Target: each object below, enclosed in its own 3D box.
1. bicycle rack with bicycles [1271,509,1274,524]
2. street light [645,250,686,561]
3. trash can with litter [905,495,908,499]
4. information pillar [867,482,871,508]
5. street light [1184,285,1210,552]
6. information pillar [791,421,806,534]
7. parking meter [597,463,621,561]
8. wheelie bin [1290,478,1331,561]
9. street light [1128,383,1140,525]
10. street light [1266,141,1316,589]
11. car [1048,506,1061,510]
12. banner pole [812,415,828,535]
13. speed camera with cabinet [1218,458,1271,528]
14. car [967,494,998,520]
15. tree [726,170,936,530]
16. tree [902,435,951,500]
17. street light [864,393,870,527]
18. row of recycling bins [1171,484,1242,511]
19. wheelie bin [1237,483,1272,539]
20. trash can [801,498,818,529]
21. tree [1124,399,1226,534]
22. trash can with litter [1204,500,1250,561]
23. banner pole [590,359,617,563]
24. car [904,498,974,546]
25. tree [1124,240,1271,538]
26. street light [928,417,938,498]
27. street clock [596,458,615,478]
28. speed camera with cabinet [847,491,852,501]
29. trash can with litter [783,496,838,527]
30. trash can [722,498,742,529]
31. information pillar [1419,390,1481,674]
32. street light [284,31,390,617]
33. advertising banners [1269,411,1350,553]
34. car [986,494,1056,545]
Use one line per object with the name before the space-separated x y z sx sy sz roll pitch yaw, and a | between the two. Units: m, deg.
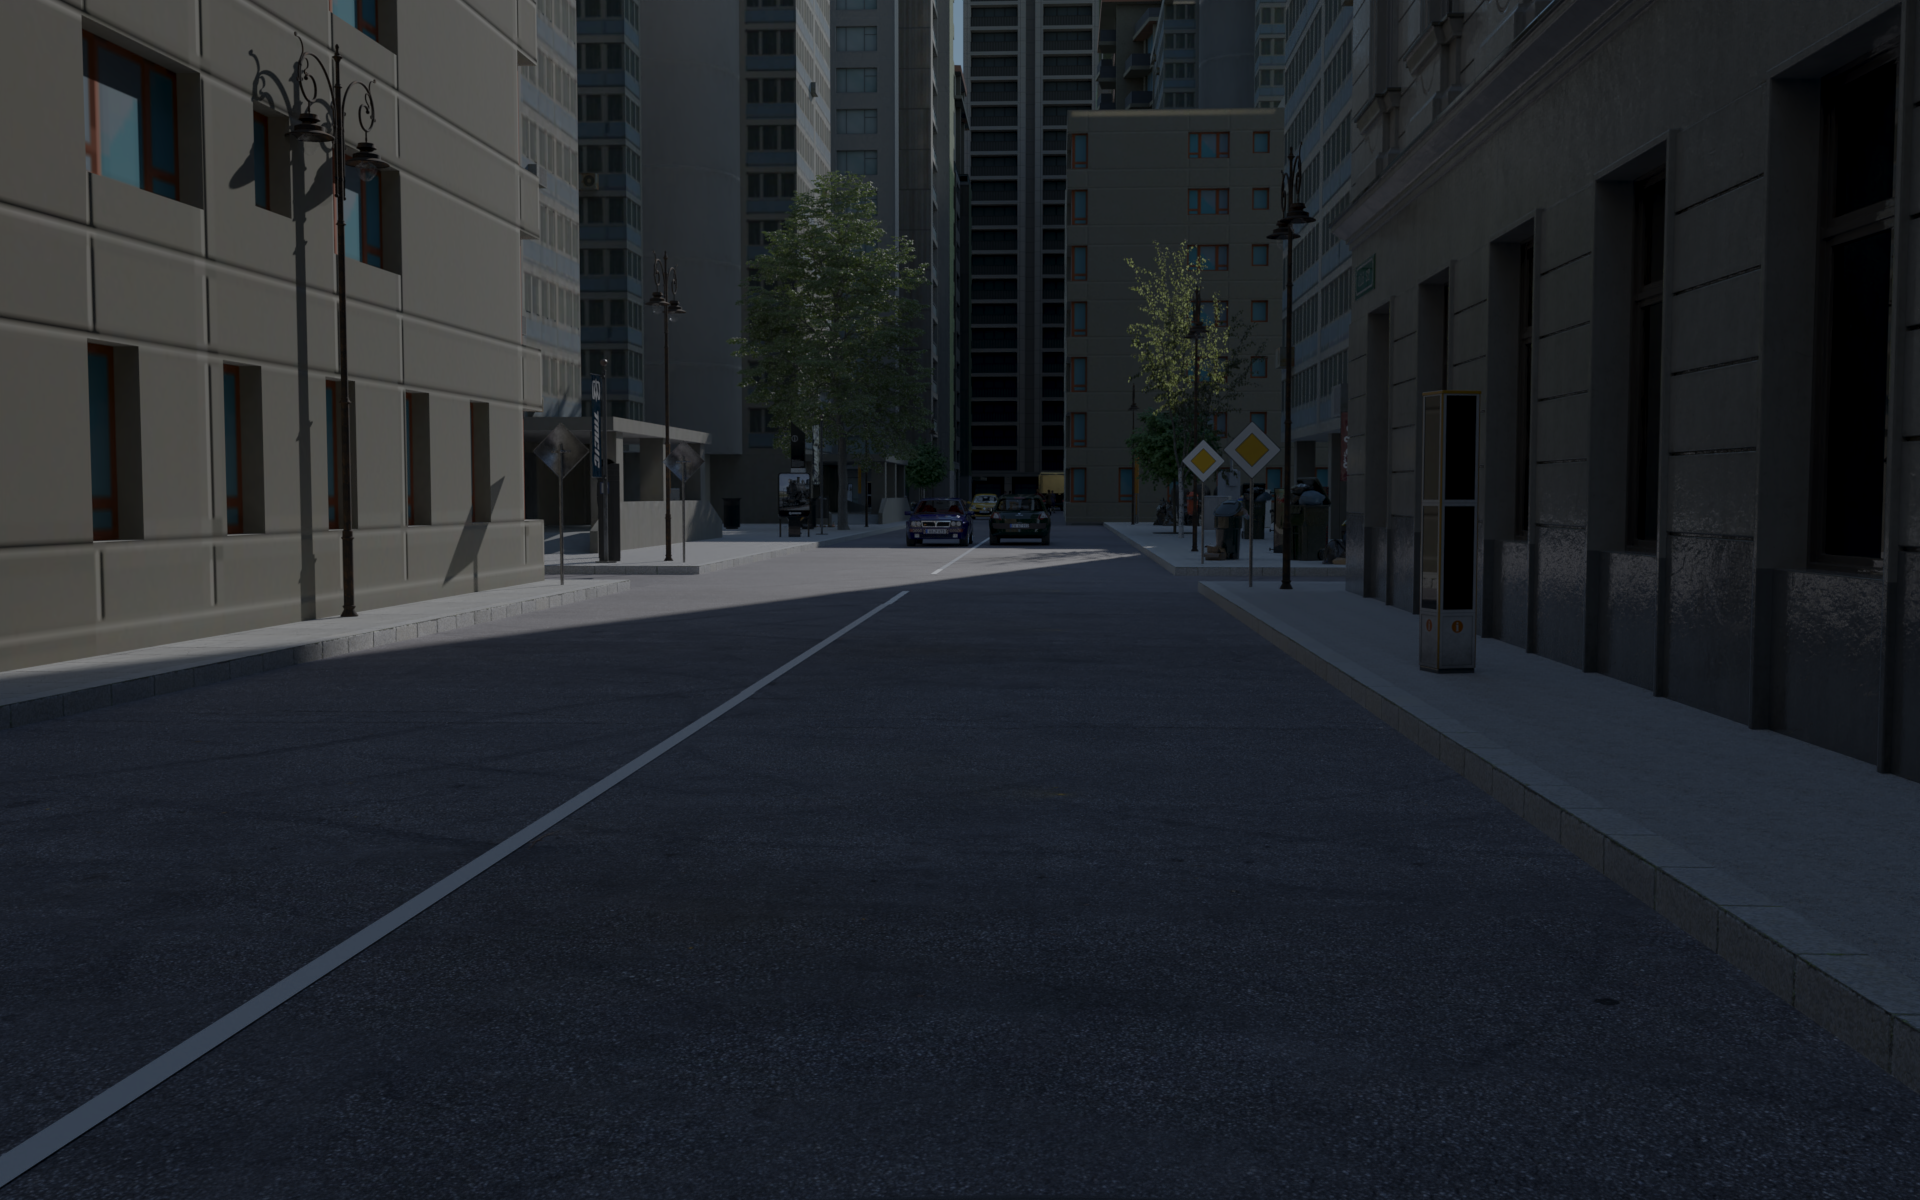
bicycle rack with bicycles | 12.823 -3.789 75.325 2.852 0.926 2.925 -2 4 -29
street light | -5.593 -3.687 33.064 0.468 5.910 1.993 0 4 3
trash can with litter | -3.047 -5.729 104.721 2.233 1.210 1.678 1 4 20
information pillar | -5.471 -6.129 104.708 0.304 2.012 0.304 0 4 -5
street light | 5.245 -4.021 38.523 0.468 5.910 1.993 0 4 3
information pillar | -5.201 -3.926 55.549 0.504 3.616 0.183 1 4 16
parking meter | -6.697 -1.670 33.017 0.399 1.863 0.255 2 4 29
wheelie bin | 6.711 -1.559 33.403 0.693 1.594 0.980 -2 4 -26
street light | 7.227 -6.083 72.244 0.468 5.910 1.993 0 4 3
street light | 4.406 -3.084 23.212 0.468 5.910 1.993 0 4 3
car | 8.709 -9.272 161.813 2.015 1.641 3.980 0 4 3
banner pole | -4.490 -3.968 54.891 0.401 3.779 0.863 -2 4 -32
speed camera with cabinet | 10.721 -4.338 65.258 2.038 3.252 0.660 -1 4 -23
car | 1.455 -5.347 97.648 2.015 1.641 3.980 0 4 3
tree | -4.599 -8.775 61.604 7.486 12.596 7.792 0 3 0
tree | -2.197 -6.884 96.259 4.285 4.588 4.351 0 3 0
street light | -3.641 -5.782 67.317 0.468 5.910 1.993 0 4 3
row of recycling bins | 10.540 -3.981 72.202 3.534 1.692 1.069 1 4 11
wheelie bin | 8.371 -2.523 49.157 0.980 1.594 0.693 0 4 3
trash can | -5.543 -3.147 63.099 0.748 1.137 0.748 0 3 0
tree | 6.987 -4.441 56.320 4.285 4.588 4.351 0 3 0
trash can with litter | 5.168 -1.364 33.696 0.624 1.170 1.055 2 4 31
banner pole | -6.645 -2.567 31.992 0.401 3.779 0.863 1 4 10
car | -0.548 -2.205 48.638 1.945 1.354 3.894 0 4 3
tree | 6.523 -6.093 49.981 4.360 8.622 3.978 0 3 0
street light | -1.602 -7.910 102.124 0.468 5.910 1.993 0 4 3
street clock | -7.201 -1.875 35.224 0.471 2.002 0.358 -1 4 -19
speed camera with cabinet | -6.826 -6.019 92.745 2.038 3.252 0.660 0 4 5
trash can with litter | -5.689 -3.419 66.961 2.233 1.210 1.678 0 4 6
trash can | -8.364 -3.170 63.482 0.748 1.137 0.748 0 3 0
information pillar | 3.518 -0.487 12.455 0.304 2.012 0.304 -1 4 -12
street light | -6.398 -2.763 17.967 0.468 5.910 1.993 0 4 3
advertising banners | 7.634 -2.501 37.079 2.074 3.025 0.090 2 4 31
car | 1.739 -2.443 49.737 2.009 1.686 4.222 0 4 3
